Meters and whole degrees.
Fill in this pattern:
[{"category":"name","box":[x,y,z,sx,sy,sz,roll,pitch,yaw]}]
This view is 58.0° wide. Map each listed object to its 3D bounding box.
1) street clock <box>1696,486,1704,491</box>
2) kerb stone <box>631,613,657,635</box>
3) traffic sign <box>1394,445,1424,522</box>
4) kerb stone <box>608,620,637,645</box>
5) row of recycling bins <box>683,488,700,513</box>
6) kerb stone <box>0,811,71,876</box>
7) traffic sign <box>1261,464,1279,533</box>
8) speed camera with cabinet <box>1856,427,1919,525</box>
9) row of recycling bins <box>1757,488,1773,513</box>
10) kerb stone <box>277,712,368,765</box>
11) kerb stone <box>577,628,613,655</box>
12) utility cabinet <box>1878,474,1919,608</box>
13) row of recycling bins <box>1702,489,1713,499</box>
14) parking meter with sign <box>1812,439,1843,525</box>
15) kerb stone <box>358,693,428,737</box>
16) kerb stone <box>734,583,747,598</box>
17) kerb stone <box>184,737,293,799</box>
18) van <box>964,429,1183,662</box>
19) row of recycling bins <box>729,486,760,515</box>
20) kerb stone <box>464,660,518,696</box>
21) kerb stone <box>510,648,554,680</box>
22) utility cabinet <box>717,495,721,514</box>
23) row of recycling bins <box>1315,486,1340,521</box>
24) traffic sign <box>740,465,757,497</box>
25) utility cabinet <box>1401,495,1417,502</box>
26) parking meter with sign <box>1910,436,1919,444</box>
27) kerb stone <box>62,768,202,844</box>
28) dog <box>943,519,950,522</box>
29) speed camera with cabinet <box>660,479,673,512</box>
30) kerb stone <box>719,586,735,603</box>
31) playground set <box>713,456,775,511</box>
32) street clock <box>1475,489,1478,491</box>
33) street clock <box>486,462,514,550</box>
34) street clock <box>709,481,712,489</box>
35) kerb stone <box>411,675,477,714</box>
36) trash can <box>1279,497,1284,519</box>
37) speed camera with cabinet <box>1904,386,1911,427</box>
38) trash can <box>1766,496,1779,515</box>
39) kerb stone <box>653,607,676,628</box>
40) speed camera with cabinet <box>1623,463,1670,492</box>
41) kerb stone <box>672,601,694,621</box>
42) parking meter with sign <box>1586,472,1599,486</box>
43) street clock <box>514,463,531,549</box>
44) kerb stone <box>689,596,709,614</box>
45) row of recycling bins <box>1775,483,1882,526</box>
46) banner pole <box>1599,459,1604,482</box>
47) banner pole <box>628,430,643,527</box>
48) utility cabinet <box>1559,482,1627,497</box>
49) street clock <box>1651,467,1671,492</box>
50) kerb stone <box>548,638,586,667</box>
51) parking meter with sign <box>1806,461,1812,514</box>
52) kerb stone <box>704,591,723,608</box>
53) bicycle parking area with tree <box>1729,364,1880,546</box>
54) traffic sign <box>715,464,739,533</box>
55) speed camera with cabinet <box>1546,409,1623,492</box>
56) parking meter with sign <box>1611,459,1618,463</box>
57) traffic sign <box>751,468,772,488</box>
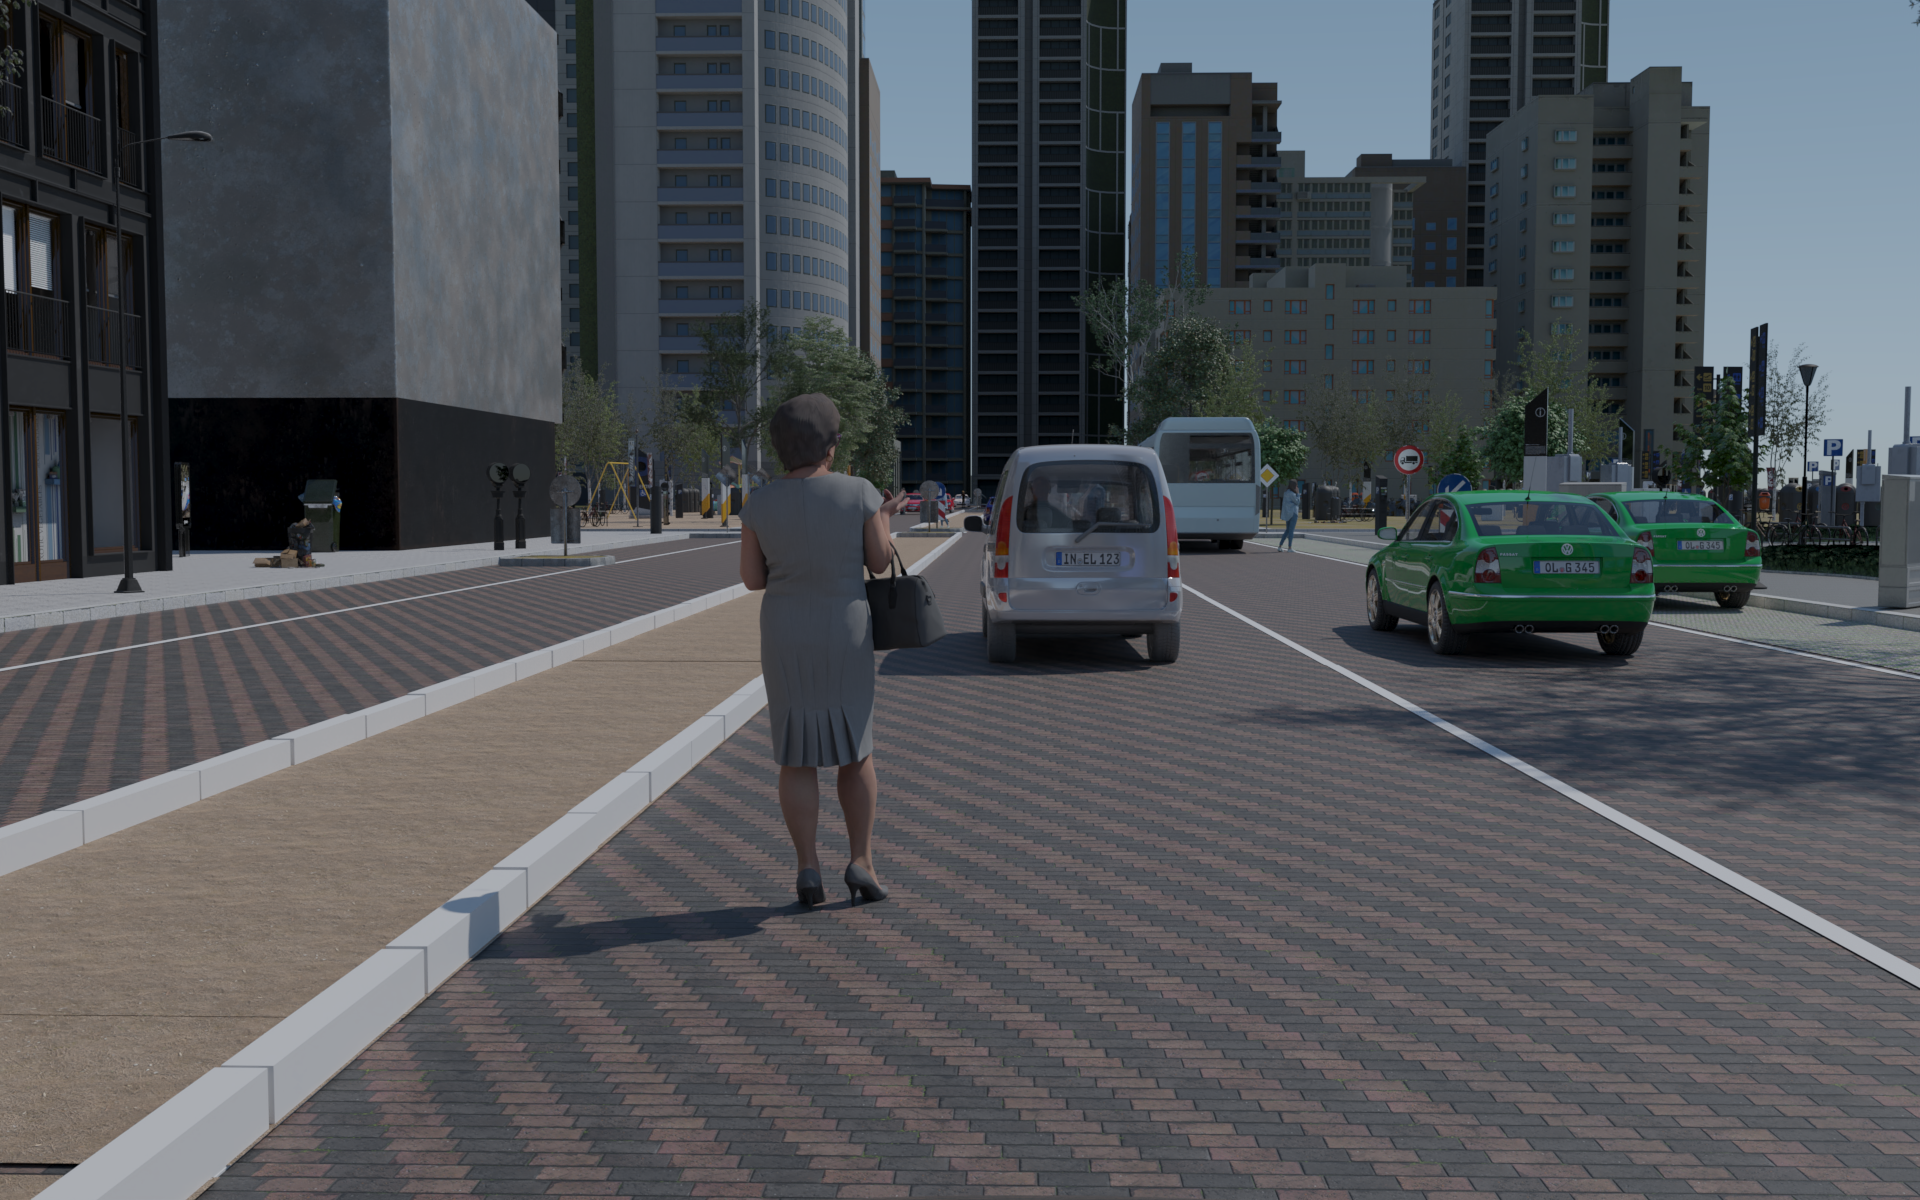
[{"category":"street clock","box":[41.015,-5.594,96.025,0.471,2.002,0.358,1,4,15]},{"category":"kerb stone","box":[-3.304,0.269,17.793,0.120,0.150,1.000,0,4,2]},{"category":"traffic sign","box":[11.660,-2.748,45.043,0.768,2.556,0.104,1,4,9]},{"category":"kerb stone","box":[-3.322,0.332,16.770,0.120,0.150,1.000,0,4,2]},{"category":"row of recycling bins","box":[-18.809,-6.919,120.231,1.069,1.692,3.534,0,4,7]},{"category":"kerb stone","box":[-3.630,0.959,6.519,0.120,0.150,1.000,0,4,2]},{"category":"traffic sign","box":[10.097,-3.264,57.006,0.795,2.450,0.064,0,4,2]},{"category":"speed camera with cabinet","box":[28.766,-3.610,53.357,2.038,3.252,0.660,2,4,29]},{"category":"row of recycling bins","box":[55.787,-6.924,120.316,1.069,1.692,3.534,0,4,-2]},{"category":"kerb stone","box":[-3.538,0.771,9.590,0.120,0.150,1.000,0,4,2]},{"category":"kerb stone","box":[-3.355,0.395,15.741,0.120,0.150,1.000,0,4,2]},{"category":"utility cabinet","box":[10.824,-0.672,19.673,1.173,1.500,0.318,-3,5,-44]},{"category":"row of recycling bins","box":[58.290,-7.838,135.264,3.534,1.692,1.069,1,4,23]},{"category":"parking meter with sign","box":[27.864,-3.629,55.598,0.543,3.016,1.738,1,4,18]},{"category":"kerb stone","box":[-3.507,0.717,10.612,0.120,0.150,1.000,0,4,2]},{"category":"kerb stone","box":[-3.112,-0.107,23.947,0.120,0.150,1.000,0,4,2]},{"category":"kerb stone","box":[-3.577,0.838,8.562,0.120,0.150,1.000,0,4,2]},{"category":"van","box":[1.043,-0.559,16.153,2.013,2.044,4.112,0,4,0]},{"category":"row of recycling bins","box":[-13.074,-6.085,106.602,1.069,1.692,3.534,2,4,33]},{"category":"kerb stone","box":[-3.452,0.584,12.655,0.120,0.150,1.000,0,4,2]},{"category":"kerb stone","box":[-3.418,0.521,13.677,0.120,0.150,1.000,0,4,2]},{"category":"utility cabinet","box":[-14.773,-5.988,109.073,1.020,1.237,0.306,1,4,15]},{"category":"row of recycling bins","box":[18.165,-4.786,85.356,1.069,1.692,3.534,1,4,19]},{"category":"traffic sign","box":[-9.233,-4.623,75.689,0.768,2.556,0.104,0,4,6]},{"category":"utility cabinet","box":[30.884,-6.606,119.165,1.020,1.237,0.306,0,4,3]},{"category":"parking meter with sign","box":[28.466,-3.370,51.363,0.543,3.016,1.738,2,4,25]},{"category":"kerb stone","box":[-3.604,0.898,7.540,0.120,0.150,1.000,0,4,2]},{"category":"dog","box":[-0.659,-4.155,88.135,0.748,0.427,0.550,-1,4,-18]},{"category":"speed camera with cabinet","box":[-18.529,-6.792,105.392,2.038,3.252,0.660,1,4,10]},{"category":"kerb stone","box":[-3.147,-0.044,22.919,0.120,0.150,1.000,0,4,2]},{"category":"playground set","box":[-16.970,-8.828,131.118,5.637,4.214,5.302,0,4,1]},{"category":"street clock","box":[33.376,-6.588,112.284,0.471,2.002,0.358,2,4,28]},{"category":"street clock","box":[-10.514,-2.133,39.451,0.471,2.002,0.358,-2,4,-32]},{"category":"street clock","box":[-13.974,-5.594,96.031,0.471,2.002,0.358,-1,4,-22]},{"category":"kerb stone","box":[-3.478,0.646,11.634,0.120,0.150,1.000,0,4,2]},{"category":"trash can","box":[16.017,-4.485,84.985,0.748,1.137,0.748,0,3,0]},{"category":"speed camera with cabinet","box":[17.770,-2.259,31.277,0.660,3.252,2.038,-1,4,-16]},{"category":"trash can","box":[50.472,-5.871,107.646,0.748,1.137,0.748,0,3,0]},{"category":"kerb stone","box":[-3.268,0.209,18.823,0.120,0.150,1.000,0,4,2]},{"category":"speed camera with cabinet","box":[20.137,-3.505,51.641,2.038,3.252,0.660,-1,4,-16]},{"category":"kerb stone","box":[-3.235,0.149,19.844,0.120,0.150,1.000,0,4,2]},{"category":"parking meter with sign","box":[50.144,-8.567,136.332,0.543,3.016,1.738,-3,4,-36]},{"category":"street clock","box":[-10.319,-2.205,40.622,0.471,2.002,0.358,-3,5,-42]},{"category":"kerb stone","box":[-3.207,0.081,20.867,0.120,0.150,1.000,0,4,2]},{"category":"row of recycling bins","box":[32.462,-3.512,64.539,3.534,1.692,1.069,1,4,16]},{"category":"banner pole","box":[43.583,-7.810,117.716,0.401,3.779,0.863,3,5,41]},{"category":"banner pole","box":[-12.696,-4.737,67.463,0.401,3.779,0.863,-3,5,-43]},{"category":"utility cabinet","box":[11.965,-1.476,32.814,1.173,1.500,0.318,3,4,39]},{"category":"street clock","box":[18.903,-2.578,46.728,0.471,2.002,0.358,-1,4,-21]},{"category":"kerb stone","box":[-3.382,0.459,14.706,0.120,0.150,1.000,0,4,2]},{"category":"parking meter with sign","box":[43.615,-5.599,87.797,0.543,3.016,1.738,-2,4,-24]},{"category":"kerb stone","box":[-3.177,0.018,21.897,0.120,0.150,1.000,0,4,2]},{"category":"bicycle parking area with tree","box":[21.317,-3.168,38.798,8.231,4.147,9.016,0,4,7]},{"category":"traffic sign","box":[-7.738,-3.297,57.553,0.795,2.450,0.064,0,4,2]},{"category":"speed camera with cabinet","box":[14.616,-2.840,40.770,2.038,3.252,0.660,-2,4,-35]},{"category":"parking meter with sign","box":[32.217,-5.422,84.908,0.543,3.016,1.738,1,4,19]},{"category":"traffic sign","box":[-7.502,-3.785,65.535,0.795,2.450,0.064,0,4,2]}]
